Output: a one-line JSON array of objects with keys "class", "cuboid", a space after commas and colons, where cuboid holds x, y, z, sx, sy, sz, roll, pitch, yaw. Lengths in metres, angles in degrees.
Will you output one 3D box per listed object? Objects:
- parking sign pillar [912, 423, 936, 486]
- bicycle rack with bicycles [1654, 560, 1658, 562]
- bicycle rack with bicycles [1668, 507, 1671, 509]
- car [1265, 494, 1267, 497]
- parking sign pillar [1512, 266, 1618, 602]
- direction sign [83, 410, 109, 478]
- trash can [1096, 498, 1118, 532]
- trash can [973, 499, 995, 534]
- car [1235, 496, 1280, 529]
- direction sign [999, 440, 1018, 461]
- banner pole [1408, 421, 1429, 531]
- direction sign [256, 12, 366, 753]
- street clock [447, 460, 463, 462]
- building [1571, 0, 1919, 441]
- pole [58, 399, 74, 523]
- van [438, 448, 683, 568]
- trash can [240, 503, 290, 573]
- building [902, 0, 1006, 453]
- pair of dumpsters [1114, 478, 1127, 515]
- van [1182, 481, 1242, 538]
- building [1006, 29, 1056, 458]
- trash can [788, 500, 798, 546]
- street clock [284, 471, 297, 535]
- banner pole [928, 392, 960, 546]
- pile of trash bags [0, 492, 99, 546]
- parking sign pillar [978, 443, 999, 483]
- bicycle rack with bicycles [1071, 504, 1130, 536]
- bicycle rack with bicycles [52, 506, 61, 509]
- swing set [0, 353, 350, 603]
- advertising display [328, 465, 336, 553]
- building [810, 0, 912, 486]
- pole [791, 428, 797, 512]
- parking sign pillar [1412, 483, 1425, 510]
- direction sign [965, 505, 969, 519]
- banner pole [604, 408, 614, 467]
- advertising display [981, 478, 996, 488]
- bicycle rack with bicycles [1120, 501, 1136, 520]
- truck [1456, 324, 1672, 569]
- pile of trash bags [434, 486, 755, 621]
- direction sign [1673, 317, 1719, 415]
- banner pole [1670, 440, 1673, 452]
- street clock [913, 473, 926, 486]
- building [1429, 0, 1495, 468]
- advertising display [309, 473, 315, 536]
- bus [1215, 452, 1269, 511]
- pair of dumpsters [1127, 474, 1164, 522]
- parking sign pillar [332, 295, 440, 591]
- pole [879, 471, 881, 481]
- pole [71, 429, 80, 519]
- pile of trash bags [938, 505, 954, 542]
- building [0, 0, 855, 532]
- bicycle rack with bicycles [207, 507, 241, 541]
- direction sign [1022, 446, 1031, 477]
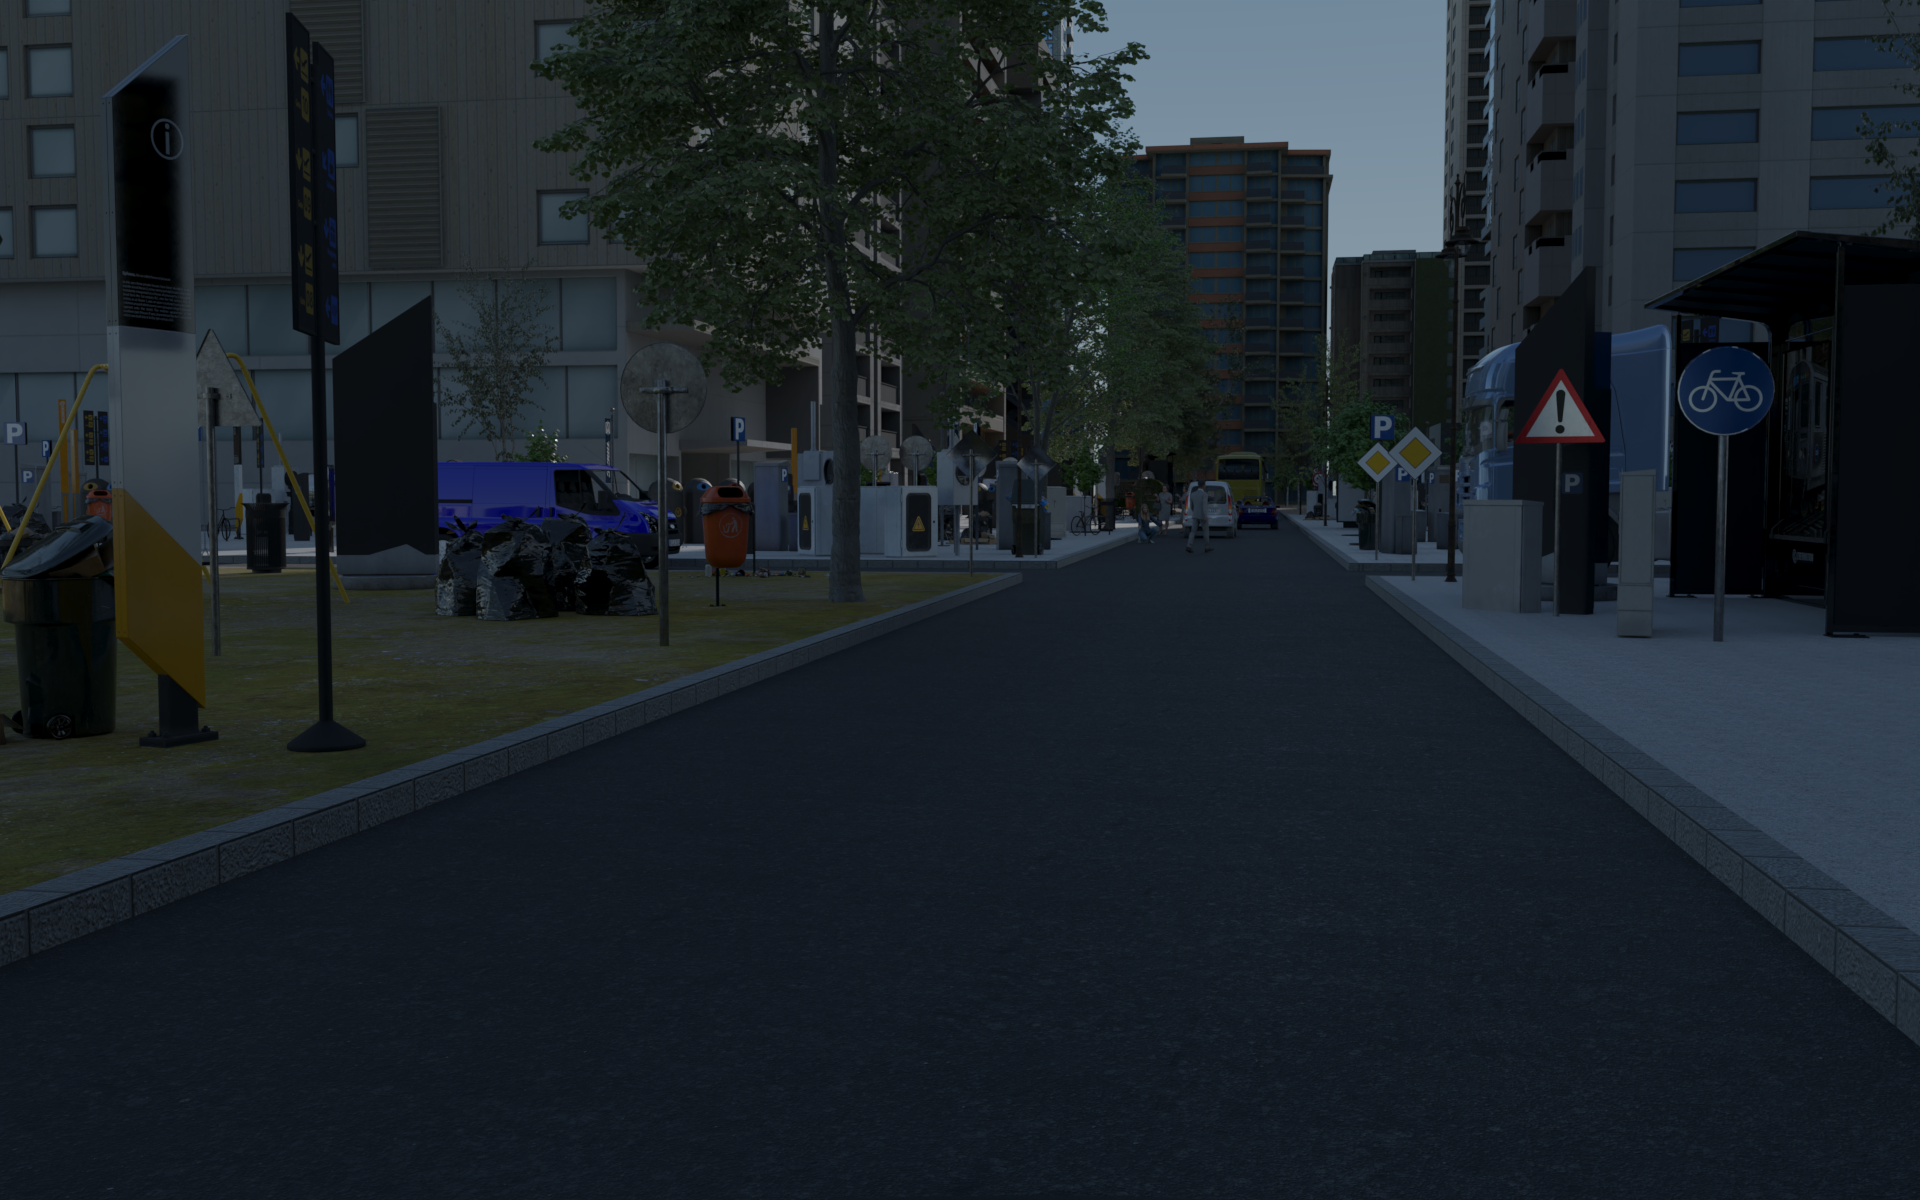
[{"class": "parking sign pillar", "cuboid": [-1.351, -4.786, 66.716, 1.447, 3.967, 1.447, 2, 4, 28]}, {"class": "bicycle rack with bicycles", "cuboid": [12.142, -1.228, 33.461, 2.925, 0.926, 2.852, 2, 4, 30]}, {"class": "bicycle rack with bicycles", "cuboid": [18.628, -2.050, 46.906, 2.925, 0.926, 2.852, 2, 4, 35]}, {"class": "car", "cuboid": [19.752, -6.666, 117.667, 2.281, 1.827, 5.304, 0, 4, 8]}, {"class": "parking sign pillar", "cuboid": [7.360, -2.003, 21.217, 1.447, 3.967, 1.447, -1, 4, -20]}, {"class": "direction sign", "cuboid": [-23.514, -3.377, 47.212, 0.379, 3.537, 0.876, 1, 4, 15]}, {"class": "trash can", "cuboid": [5.042, -2.927, 59.502, 0.748, 1.137, 0.748, 0, 3, 0]}, {"class": "trash can", "cuboid": [0.577, -2.162, 46.994, 0.748, 1.137, 0.748, 0, 3, 0]}, {"class": "car", "cuboid": [12.241, -3.604, 71.499, 1.945, 1.354, 3.894, 1, 4, 9]}, {"class": "direction sign", "cuboid": [2.051, -4.920, 72.442, 0.876, 3.537, 0.379, 0, 4, 2]}, {"class": "banner pole", "cuboid": [15.880, -4.270, 59.838, 0.863, 3.779, 0.401, 1, 4, 8]}, {"class": "direction sign", "cuboid": [-3.209, -1.020, 8.669, 0.379, 3.537, 0.876, 0, 4, -8]}, {"class": "street clock", "cuboid": [-10.689, -1.966, 36.714, 0.471, 2.002, 0.358, 1, 4, 19]}, {"class": "building", "cuboid": [42.803, -33.428, 88.551, 21.231, 58.520, 28.212, 1, 4, 10]}, {"class": "pole", "cuboid": [-19.302, -2.660, 37.326, 0.158, 3.312, 0.155, 0, 3, 0]}, {"class": "van", "cuboid": [-7.919, -1.750, 32.992, 5.245, 2.365, 2.240, 1, 4, 11]}, {"class": "trash can", "cuboid": [-11.305, -1.013, 28.215, 0.748, 1.137, 0.748, 0, 3, 0]}, {"class": "building", "cuboid": [-8.751, -30.563, 123.408, 21.300, 48.544, 21.600, 1, 4, 10]}, {"class": "pair of dumpsters", "cuboid": [9.941, -6.241, 104.534, 1.574, 2.255, 4.437, 1, 4, 10]}, {"class": "van", "cuboid": [8.357, -3.098, 57.671, 2.013, 2.044, 4.112, 1, 4, 11]}, {"class": "building", "cuboid": [1.321, -31.546, 165.883, 14.200, 45.320, 14.600, 1, 4, 10]}, {"class": "trash can", "cuboid": [-3.767, -1.801, 41.102, 0.748, 1.137, 0.748, 0, 3, 0]}, {"class": "street clock", "cuboid": [-21.104, -3.066, 54.703, 0.358, 2.002, 0.471, 0, 4, 7]}, {"class": "banner pole", "cuboid": [-0.280, -3.220, 42.662, 0.401, 3.779, 0.863, 3, 5, 44]}, {"class": "pile of trash bags", "cuboid": [-21.226, -1.827, 39.631, 3.447, 1.369, 1.912, -3, 4, -37]}, {"class": "parking sign pillar", "cuboid": [1.510, -6.151, 89.047, 1.447, 3.967, 1.447, -3, 5, -41]}, {"class": "bicycle rack with bicycles", "cuboid": [3.287, -2.474, 53.828, 2.852, 0.926, 2.925, 2, 4, 31]}, {"class": "bicycle rack with bicycles", "cuboid": [-52.989, -5.197, 98.350, 2.925, 0.926, 2.852, -1, 4, -17]}, {"class": "swing set", "cuboid": [-9.098, -1.369, 20.005, 3.119, 2.851, 2.862, 3, 4, 36]}, {"class": "advertising display", "cuboid": [-13.990, -2.023, 38.295, 0.123, 1.923, 0.974, -2, 4, -33]}, {"class": "building", "cuboid": [-16.371, -44.442, 164.885, 20.611, 71.187, 20.563, 1, 4, 10]}, {"class": "pole", "cuboid": [-5.125, -3.653, 53.573, 0.158, 3.312, 0.155, 0, 3, 0]}, {"class": "parking sign pillar", "cuboid": [19.741, -5.330, 75.612, 1.447, 3.967, 1.447, -1, 4, -20]}, {"class": "direction sign", "cuboid": [0.441, -6.041, 90.763, 0.379, 3.537, 0.876, -1, 4, -12]}, {"class": "banner pole", "cuboid": [-10.120, -3.676, 50.113, 0.401, 3.779, 0.863, 0, 4, 8]}, {"class": "advertising display", "cuboid": [1.307, -3.949, 69.775, 0.974, 1.923, 0.123, -2, 4, -25]}, {"class": "bicycle rack with bicycles", "cuboid": [7.379, -4.424, 85.716, 2.925, 0.926, 2.852, 1, 4, 23]}, {"class": "truck", "cuboid": [17.001, -2.314, 27.595, 18.799, 4.110, 2.967, 1, 4, 9]}, {"class": "pile of trash bags", "cuboid": [-3.880, -0.558, 18.870, 3.447, 1.369, 1.912, -2, 4, -29]}, {"class": "direction sign", "cuboid": [9.506, -1.862, 22.442, 0.379, 3.537, 0.876, -1, 4, -12]}, {"class": "banner pole", "cuboid": [29.378, -4.948, 70.922, 0.863, 3.779, 0.401, 3, 5, 45]}, {"class": "street clock", "cuboid": [-1.399, -3.411, 60.334, 0.358, 2.002, 0.471, -3, 4, -37]}, {"class": "building", "cuboid": [53.594, -51.059, 147.488, 22.319, 86.520, 31.000, 1, 4, 10]}, {"class": "advertising display", "cuboid": [-19.423, -2.917, 52.899, 0.974, 1.923, 0.123, 0, 4, 1]}, {"class": "bus", "cuboid": [16.362, -6.666, 100.533, 2.896, 3.916, 12.252, 1, 4, 11]}, {"class": "pair of dumpsters", "cuboid": [8.836, -4.771, 80.506, 1.574, 2.255, 4.437, 1, 4, 10]}, {"class": "parking sign pillar", "cuboid": [-7.822, -2.149, 23.612, 1.447, 3.967, 1.447, -1, 4, -9]}, {"class": "pole", "cuboid": [-3.059, -4.361, 65.149, 0.158, 3.312, 0.155, 0, 3, 0]}, {"class": "pole", "cuboid": [-27.884, -3.716, 54.601, 0.158, 3.312, 0.155, 0, 3, 0]}, {"class": "pile of trash bags", "cuboid": [-1.007, -2.330, 47.841, 1.912, 1.369, 3.447, 0, 4, -8]}, {"class": "building", "cuboid": [-19.791, -29.368, 69.401, 28.713, 52.752, 27.495, 1, 4, 10]}, {"class": "bicycle rack with bicycles", "cuboid": [-21.042, -2.085, 47.476, 2.852, 0.926, 2.925, -1, 4, -11]}, {"class": "direction sign", "cuboid": [3.070, -5.438, 80.906, 0.876, 3.537, 0.379, 0, 4, 3]}]
